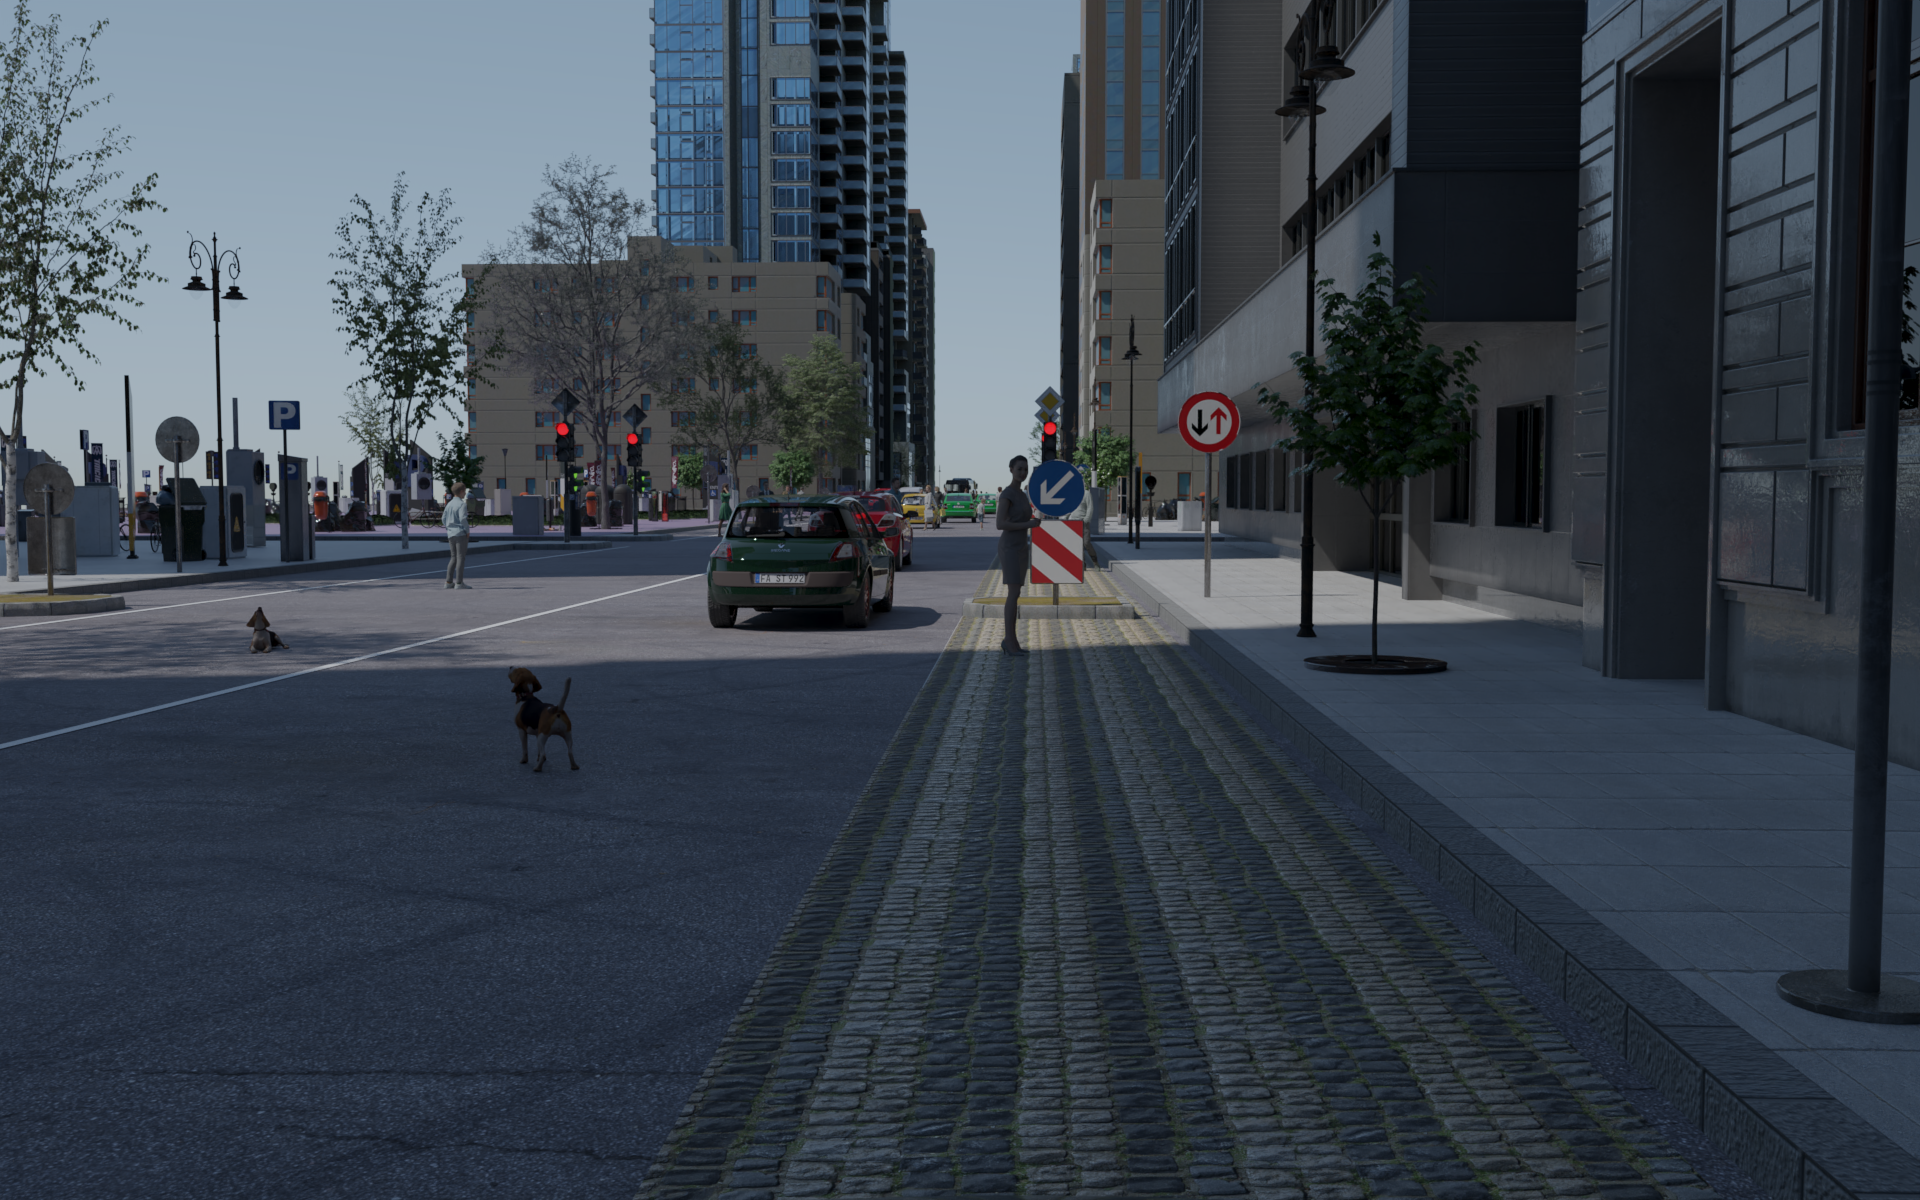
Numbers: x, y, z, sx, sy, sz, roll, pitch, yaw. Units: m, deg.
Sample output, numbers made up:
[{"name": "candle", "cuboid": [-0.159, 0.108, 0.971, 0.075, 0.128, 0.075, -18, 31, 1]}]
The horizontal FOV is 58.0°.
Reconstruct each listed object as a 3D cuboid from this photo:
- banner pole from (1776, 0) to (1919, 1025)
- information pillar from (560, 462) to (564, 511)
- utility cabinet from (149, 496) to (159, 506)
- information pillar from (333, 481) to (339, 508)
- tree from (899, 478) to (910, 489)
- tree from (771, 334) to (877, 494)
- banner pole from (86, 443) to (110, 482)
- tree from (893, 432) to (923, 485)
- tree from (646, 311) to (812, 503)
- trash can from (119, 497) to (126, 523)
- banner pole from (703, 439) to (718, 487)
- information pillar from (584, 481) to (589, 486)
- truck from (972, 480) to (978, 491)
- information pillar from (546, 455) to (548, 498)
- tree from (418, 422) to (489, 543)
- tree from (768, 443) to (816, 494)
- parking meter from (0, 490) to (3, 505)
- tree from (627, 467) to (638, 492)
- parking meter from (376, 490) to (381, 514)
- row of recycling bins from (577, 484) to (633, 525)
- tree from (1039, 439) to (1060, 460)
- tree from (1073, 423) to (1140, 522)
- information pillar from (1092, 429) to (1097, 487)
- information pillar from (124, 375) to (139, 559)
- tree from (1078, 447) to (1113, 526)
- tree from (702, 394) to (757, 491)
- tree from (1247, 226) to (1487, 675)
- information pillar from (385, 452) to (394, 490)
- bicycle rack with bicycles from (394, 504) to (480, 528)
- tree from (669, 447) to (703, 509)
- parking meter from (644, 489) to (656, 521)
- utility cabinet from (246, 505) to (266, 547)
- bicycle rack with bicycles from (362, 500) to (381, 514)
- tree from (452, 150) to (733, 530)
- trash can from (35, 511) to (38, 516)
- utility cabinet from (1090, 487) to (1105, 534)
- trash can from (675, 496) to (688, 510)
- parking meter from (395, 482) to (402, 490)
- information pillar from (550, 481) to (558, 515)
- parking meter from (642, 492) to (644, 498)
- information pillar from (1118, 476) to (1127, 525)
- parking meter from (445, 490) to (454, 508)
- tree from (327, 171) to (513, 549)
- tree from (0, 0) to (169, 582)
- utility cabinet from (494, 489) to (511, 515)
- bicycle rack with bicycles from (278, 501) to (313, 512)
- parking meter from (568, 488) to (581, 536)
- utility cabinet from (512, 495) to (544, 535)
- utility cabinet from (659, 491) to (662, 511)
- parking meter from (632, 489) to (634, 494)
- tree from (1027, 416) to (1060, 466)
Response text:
[{"name": "banner pole", "cuboid": [2.511, -0.874, 4.311, 0.863, 3.779, 0.401, -1, 4, -12]}, {"name": "information pillar", "cuboid": [-21.043, -6.162, 92.099, 0.504, 3.616, 0.183, 2, 4, 35]}, {"name": "utility cabinet", "cuboid": [-32.565, -3.635, 70.597, 1.020, 1.237, 0.306, 2, 4, 30]}, {"name": "information pillar", "cuboid": [-36.352, -5.898, 100.924, 0.304, 2.012, 0.304, -1, 4, -12]}, {"name": "tree", "cuboid": [-6.524, -12.630, 201.094, 1.663, 3.219, 1.824, 0, 3, 0]}, {"name": "tree", "cuboid": [-9.774, -12.505, 122.585, 7.486, 12.596, 7.792, 0, 3, 0]}, {"name": "banner pole", "cuboid": [-37.234, -5.164, 74.447, 0.863, 3.779, 0.401, -3, 4, -38]}, {"name": "tree", "cuboid": [-6.655, -15.642, 206.100, 4.360, 8.622, 3.978, 0, 3, 0]}, {"name": "tree", "cuboid": [-11.350, -9.366, 87.549, 8.767, 10.594, 7.601, -3, 4, -38]}, {"name": "trash can", "cuboid": [-36.930, -3.929, 75.886, 0.748, 1.137, 0.748, 0, 3, 0]}, {"name": "banner pole", "cuboid": [-11.453, -5.406, 78.405, 0.401, 3.779, 0.863, 1, 4, 13]}, {"name": "information pillar", "cuboid": [-20.764, -5.631, 96.562, 0.304, 2.012, 0.304, 1, 4, 15]}, {"name": "truck", "cuboid": [0.855, -15.017, 241.459, 3.469, 3.379, 9.791, 0, 4, 2]}, {"name": "information pillar", "cuboid": [-24.648, -6.851, 103.375, 0.183, 3.616, 0.504, -1, 4, -10]}, {"name": "tree", "cuboid": [-13.249, -3.141, 45.962, 1.663, 3.219, 1.824, 0, 3, 0]}, {"name": "tree", "cuboid": [-10.799, -7.837, 111.840, 4.285, 4.588, 4.351, 0, 3, 0]}, {"name": "parking meter", "cuboid": [-55.314, -5.606, 100.069, 0.372, 1.533, 0.369, 0, 3, 0]}, {"name": "tree", "cuboid": [-23.363, -7.894, 123.673, 1.663, 3.219, 1.824, 0, 3, 0]}, {"name": "parking meter", "cuboid": [-34.143, -5.715, 101.857, 0.372, 1.533, 0.369, 0, 3, 0]}, {"name": "row of recycling bins", "cuboid": [-15.274, -4.056, 73.432, 3.534, 1.692, 1.069, 2, 4, 34]}, {"name": "tree", "cuboid": [12.114, -16.032, 212.486, 4.737, 8.622, 4.395, 0, 3, 0]}, {"name": "tree", "cuboid": [6.713, -5.911, 80.361, 4.285, 4.588, 4.351, 0, 3, 0]}, {"name": "information pillar", "cuboid": [4.849, -4.352, 62.506, 0.183, 3.616, 0.504, 0, 4, -8]}, {"name": "information pillar", "cuboid": [-16.453, -2.630, 34.351, 0.183, 3.616, 0.504, -1, 4, -19]}, {"name": "tree", "cuboid": [5.646, -4.658, 70.759, 1.663, 3.219, 1.824, 0, 3, 0]}, {"name": "tree", "cuboid": [-16.910, -10.794, 126.847, 4.360, 8.622, 3.978, 0, 3, 0]}, {"name": "tree", "cuboid": [2.926, -1.105, 12.670, 1.663, 3.219, 1.824, 0, 3, 0]}, {"name": "information pillar", "cuboid": [-29.992, -6.102, 91.116, 0.504, 3.616, 0.183, 1, 4, 8]}, {"name": "bicycle rack with bicycles", "cuboid": [-19.579, -3.196, 65.642, 2.925, 0.926, 2.852, 1, 4, 8]}, {"name": "tree", "cuboid": [-18.115, -8.195, 117.704, 4.285, 4.588, 4.351, 0, 3, 0]}, {"name": "parking meter", "cuboid": [-14.666, -4.535, 82.555, 0.372, 1.533, 0.369, 0, 3, 0]}, {"name": "utility cabinet", "cuboid": [-17.229, -2.037, 41.984, 0.318, 1.500, 1.173, -3, 5, -43]}, {"name": "bicycle rack with bicycles", "cuboid": [-32.908, -5.140, 97.428, 2.852, 0.926, 2.925, 0, 4, -5]}, {"name": "tree", "cuboid": [-13.020, -9.315, 62.669, 12.009, 13.543, 11.850, 0, 3, 0]}, {"name": "trash can", "cuboid": [-52.942, -5.384, 99.677, 0.748, 1.137, 0.748, 0, 3, 0]}, {"name": "utility cabinet", "cuboid": [4.368, -2.831, 54.963, 0.318, 1.500, 1.173, 1, 4, 14]}, {"name": "trash can", "cuboid": [-17.378, -5.898, 108.088, 0.748, 1.137, 0.748, 0, 3, 0]}, {"name": "parking meter", "cuboid": [-24.845, -4.352, 76.863, 0.399, 1.863, 0.255, -1, 4, -21]}, {"name": "information pillar", "cuboid": [-22.265, -5.541, 95.082, 0.304, 2.012, 0.304, 1, 4, 23]}, {"name": "parking meter", "cuboid": [-20.262, -6.305, 111.504, 0.372, 1.533, 0.369, 0, 3, 0]}, {"name": "information pillar", "cuboid": [6.781, -4.147, 72.292, 0.304, 2.012, 0.304, -1, 4, -21]}, {"name": "parking meter", "cuboid": [-18.334, -3.299, 62.348, 0.372, 1.533, 0.369, 0, 3, 0]}, {"name": "tree", "cuboid": [-12.880, -5.520, 40.612, 4.737, 8.622, 4.395, 0, 3, 0]}, {"name": "tree", "cuboid": [-13.894, -4.586, 25.336, 4.360, 8.622, 3.978, 0, 3, 0]}, {"name": "utility cabinet", "cuboid": [-20.456, -4.207, 77.470, 0.318, 1.500, 1.173, 1, 4, 8]}, {"name": "bicycle rack with bicycles", "cuboid": [-47.375, -6.673, 122.491, 2.925, 0.926, 2.852, 0, 4, 0]}, {"name": "parking meter", "cuboid": [-11.760, -2.720, 52.880, 0.372, 1.533, 0.369, 0, 3, 0]}, {"name": "utility cabinet", "cuboid": [-13.567, -2.646, 54.425, 1.020, 1.237, 0.306, 2, 4, 24]}, {"name": "utility cabinet", "cuboid": [-20.789, -6.928, 121.947, 0.318, 1.500, 1.173, -2, 4, -34]}, {"name": "parking meter", "cuboid": [-17.242, -5.087, 91.585, 0.372, 1.533, 0.369, 0, 3, 0]}, {"name": "tree", "cuboid": [12.309, -17.978, 219.702, 9.928, 11.665, 9.643, 0, 3, 0]}]
